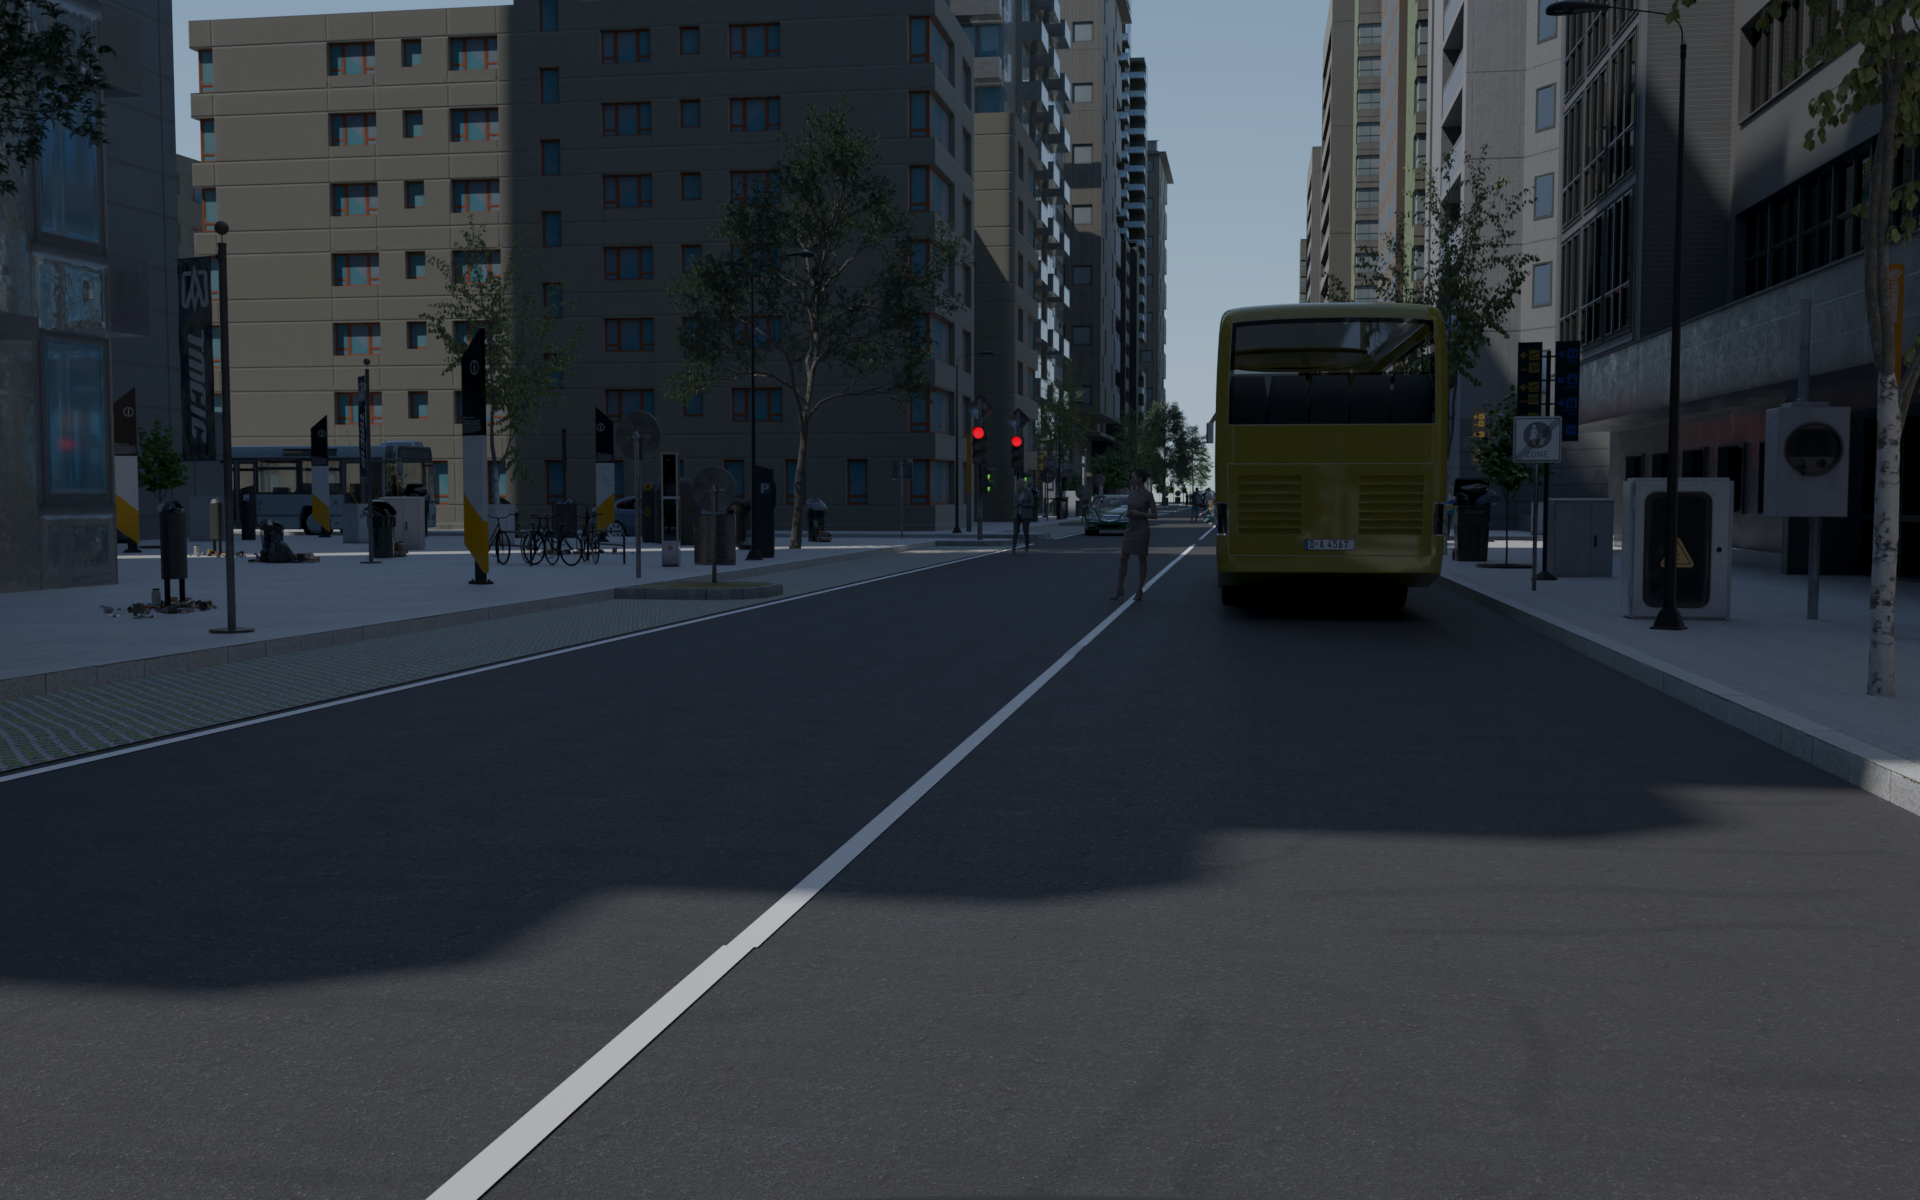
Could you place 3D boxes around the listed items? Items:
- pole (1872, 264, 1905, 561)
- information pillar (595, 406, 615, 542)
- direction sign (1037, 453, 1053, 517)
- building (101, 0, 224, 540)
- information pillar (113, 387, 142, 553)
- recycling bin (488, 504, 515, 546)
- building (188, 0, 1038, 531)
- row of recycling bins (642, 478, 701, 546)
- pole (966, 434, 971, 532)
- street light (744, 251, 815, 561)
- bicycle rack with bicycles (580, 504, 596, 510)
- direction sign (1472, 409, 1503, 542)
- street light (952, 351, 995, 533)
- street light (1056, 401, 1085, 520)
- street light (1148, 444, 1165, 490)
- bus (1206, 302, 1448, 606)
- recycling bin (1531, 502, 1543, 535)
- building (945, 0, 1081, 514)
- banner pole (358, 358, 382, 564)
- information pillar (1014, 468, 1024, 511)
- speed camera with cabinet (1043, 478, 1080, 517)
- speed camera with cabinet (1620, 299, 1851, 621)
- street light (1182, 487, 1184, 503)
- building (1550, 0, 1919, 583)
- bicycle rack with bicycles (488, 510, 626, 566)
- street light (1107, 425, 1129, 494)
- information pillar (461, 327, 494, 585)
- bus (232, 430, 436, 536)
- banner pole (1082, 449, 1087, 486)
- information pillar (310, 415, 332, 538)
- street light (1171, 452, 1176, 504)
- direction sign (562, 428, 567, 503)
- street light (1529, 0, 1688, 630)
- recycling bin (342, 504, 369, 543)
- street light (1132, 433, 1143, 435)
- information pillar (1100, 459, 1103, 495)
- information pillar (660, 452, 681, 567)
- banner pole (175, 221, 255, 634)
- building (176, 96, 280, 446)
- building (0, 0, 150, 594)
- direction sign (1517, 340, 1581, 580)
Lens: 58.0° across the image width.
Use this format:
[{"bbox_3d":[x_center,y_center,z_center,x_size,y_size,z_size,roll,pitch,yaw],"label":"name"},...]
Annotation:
[{"bbox_3d":[8.289,-1.323,15.480,0.158,3.312,0.155,0,3,0],"label":"pole"},{"bbox_3d":[-9.489,-3.357,46.238,0.504,3.616,0.183,0,4,-1],"label":"information pillar"},{"bbox_3d":[4.685,-6.303,95.053,0.876,3.537,0.379,0,4,-5],"label":"direction sign"},{"bbox_3d":[-33.831,-36.909,41.715,20.611,71.187,20.563,1,4,10],"label":"building"},{"bbox_3d":[-18.157,-2.835,37.713,0.504,3.616,0.183,-3,4,-36],"label":"information pillar"},{"bbox_3d":[-11.573,-1.867,43.079,0.722,1.027,0.722,2,4,24],"label":"recycling bin"},{"bbox_3d":[-12.096,-14.097,75.525,27.650,21.520,28.899,1,4,10],"label":"building"},{"bbox_3d":[-7.436,-2.302,44.757,1.069,1.692,3.534,-1,4,-23],"label":"row of recycling bins"},{"bbox_3d":[0.300,-3.965,58.669,0.158,3.312,0.155,0,3,0],"label":"pole"},{"bbox_3d":[-3.463,-3.718,33.328,1.470,5.913,1.316,1,4,10],"label":"street light"},{"bbox_3d":[-11.993,-2.851,59.999,2.852,0.926,2.925,0,4,-4],"label":"bicycle rack with bicycles"},{"bbox_3d":[14.143,-3.324,46.339,0.876,3.537,0.379,2,4,25],"label":"direction sign"},{"bbox_3d":[0.433,-5.136,56.507,1.470,5.913,1.316,1,4,10],"label":"street light"},{"bbox_3d":[5.519,-6.982,86.694,1.470,5.913,1.316,1,4,10],"label":"street light"},{"bbox_3d":[18.096,-11.562,161.585,1.470,5.913,1.316,1,4,10],"label":"street light"},{"bbox_3d":[4.988,-2.054,25.134,2.896,3.916,12.252,1,4,8],"label":"bus"},{"bbox_3d":[18.366,-2.563,54.453,0.722,1.027,0.722,2,4,25],"label":"recycling bin"},{"bbox_3d":[-4.822,-30.091,111.599,23.786,49.044,30.456,1,4,10],"label":"building"},{"bbox_3d":[-11.054,-2.580,32.199,0.401,3.779,0.863,-2,4,-34],"label":"banner pole"},{"bbox_3d":[2.658,-5.318,78.296,0.504,3.616,0.183,-2,4,-32],"label":"information pillar"},{"bbox_3d":[5.627,-6.201,95.729,2.038,3.252,0.660,0,4,6],"label":"speed camera with cabinet"},{"bbox_3d":[7.885,-1.426,17.657,2.038,3.252,0.660,1,4,12],"label":"speed camera with cabinet"},{"bbox_3d":[26.961,-14.767,213.977,1.470,5.913,1.316,1,4,10],"label":"street light"},{"bbox_3d":[18.917,-12.684,26.454,14.314,24.678,30.058,1,4,10],"label":"building"},{"bbox_3d":[-7.393,-1.123,31.746,2.852,0.926,2.925,-2,4,-32],"label":"bicycle rack with bicycles"},{"bbox_3d":[10.475,-8.775,116.018,1.470,5.913,1.316,1,4,10],"label":"street light"},{"bbox_3d":[-6.880,-2.033,24.589,0.504,3.616,0.183,3,5,40],"label":"information pillar"},{"bbox_3d":[-22.969,-3.772,56.538,13.247,3.499,2.948,1,4,11],"label":"bus"},{"bbox_3d":[6.939,-6.525,96.698,0.401,3.779,0.863,-1,4,-17],"label":"banner pole"},{"bbox_3d":[-18.855,-3.653,51.075,0.504,3.616,0.183,0,4,-4],"label":"information pillar"},{"bbox_3d":[23.096,-13.359,190.957,1.470,5.913,1.316,1,4,10],"label":"street light"},{"bbox_3d":[-13.710,-4.162,60.048,0.379,3.537,0.876,0,4,-5],"label":"direction sign"},{"bbox_3d":[6.209,-2.682,16.388,1.470,5.913,1.316,1,4,10],"label":"street light"},{"bbox_3d":[-15.679,-2.009,45.407,0.722,1.027,0.722,2,4,34],"label":"recycling bin"},{"bbox_3d":[13.216,-9.751,131.972,1.470,5.913,1.316,1,4,10],"label":"street light"},{"bbox_3d":[9.433,-7.598,115.588,0.183,3.616,0.504,-1,4,-10],"label":"information pillar"},{"bbox_3d":[-5.110,-1.597,30.597,0.304,2.012,0.304,0,4,-3],"label":"information pillar"},{"bbox_3d":[-6.967,-1.595,16.090,0.863,3.779,0.401,2,4,29],"label":"banner pole"},{"bbox_3d":[-54.830,-14.697,85.338,28.899,21.520,27.650,1,4,10],"label":"building"},{"bbox_3d":[-23.522,-24.000,12.013,23.786,49.044,30.456,1,4,10],"label":"building"},{"bbox_3d":[8.733,-2.066,25.780,0.876,3.537,0.379,1,4,22],"label":"direction sign"}]
